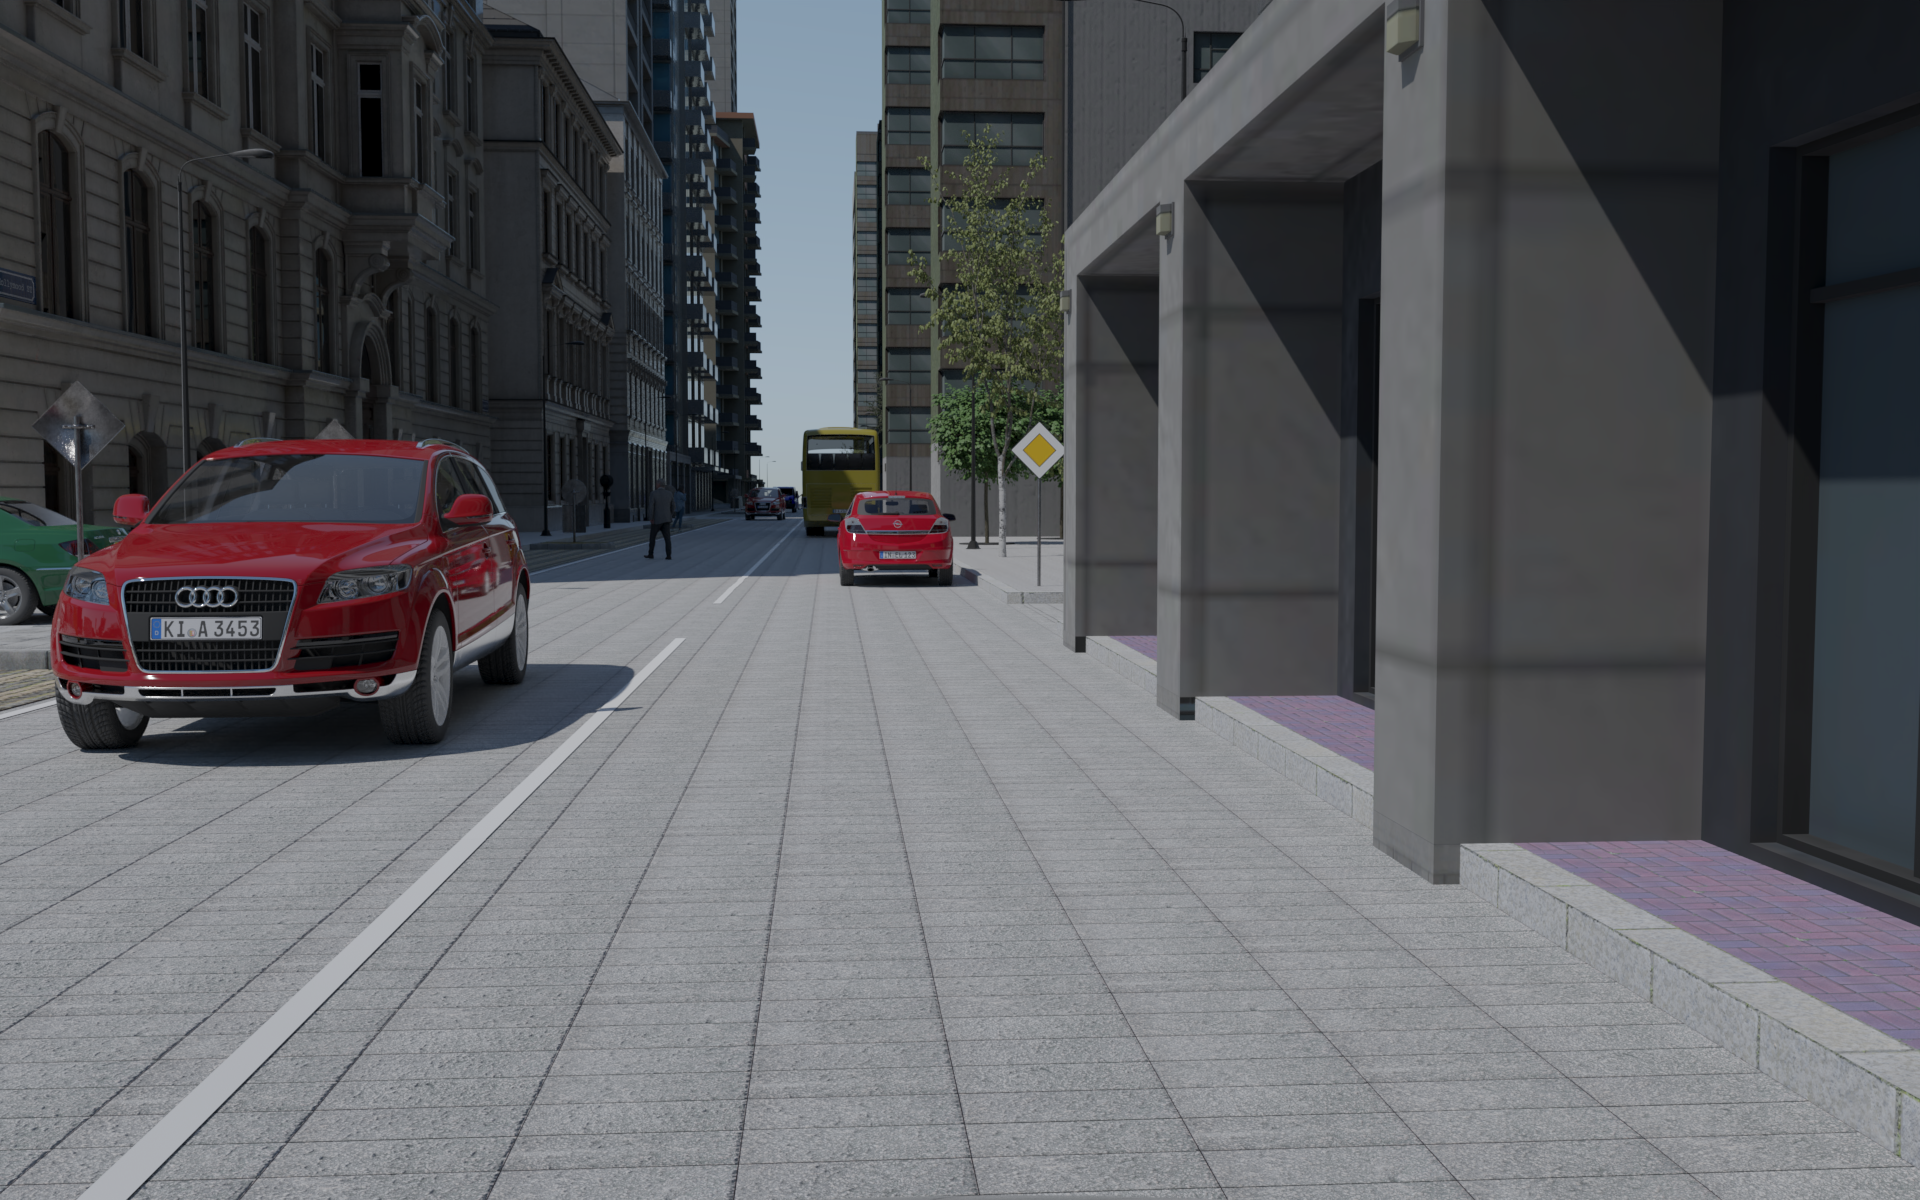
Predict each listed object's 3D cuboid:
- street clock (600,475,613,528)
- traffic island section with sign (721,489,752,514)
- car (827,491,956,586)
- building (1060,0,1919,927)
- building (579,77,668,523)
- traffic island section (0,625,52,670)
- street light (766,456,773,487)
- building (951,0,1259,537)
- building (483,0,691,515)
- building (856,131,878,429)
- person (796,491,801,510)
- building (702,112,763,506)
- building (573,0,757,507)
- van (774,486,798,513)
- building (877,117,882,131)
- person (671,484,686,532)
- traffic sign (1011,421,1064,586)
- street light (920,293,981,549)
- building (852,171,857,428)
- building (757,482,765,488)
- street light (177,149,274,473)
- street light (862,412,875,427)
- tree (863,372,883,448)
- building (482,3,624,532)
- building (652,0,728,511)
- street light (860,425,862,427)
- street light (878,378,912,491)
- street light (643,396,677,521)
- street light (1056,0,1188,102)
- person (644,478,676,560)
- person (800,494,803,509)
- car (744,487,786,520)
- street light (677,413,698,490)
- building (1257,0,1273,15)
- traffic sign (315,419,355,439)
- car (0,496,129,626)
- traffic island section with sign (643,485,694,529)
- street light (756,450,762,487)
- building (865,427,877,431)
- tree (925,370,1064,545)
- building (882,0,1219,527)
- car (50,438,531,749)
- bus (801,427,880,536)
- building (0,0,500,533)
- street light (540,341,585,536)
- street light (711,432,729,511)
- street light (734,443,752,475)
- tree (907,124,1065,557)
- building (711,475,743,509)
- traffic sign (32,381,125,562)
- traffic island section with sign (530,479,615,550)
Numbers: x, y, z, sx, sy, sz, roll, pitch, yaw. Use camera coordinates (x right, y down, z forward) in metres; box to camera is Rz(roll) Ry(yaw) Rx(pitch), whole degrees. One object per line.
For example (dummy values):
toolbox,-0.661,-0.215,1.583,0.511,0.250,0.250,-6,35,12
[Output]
street clock,-13.187,-3.675,64.653,0.471,2.002,0.358,2,4,26
traffic island section with sign,-15.957,-7.008,123.202,1.989,1.847,2.006,0,4,-4
car,-1.106,-1.192,28.531,2.155,1.783,4.494,0,4,-4
building,11.921,-34.648,4.746,20.563,71.187,20.611,0,4,-4
building,-20.058,-14.437,85.189,9.793,20.994,18.267,0,4,-4
traffic island section,-7.846,0.417,15.460,2.009,0.180,2.903,0,4,-4
street light,-24.114,-14.716,213.146,1.470,5.913,1.316,0,4,-4
building,5.897,-17.527,58.264,14.160,30.474,14.107,0,4,-4
building,-27.481,-40.857,106.271,20.563,71.187,20.611,0,4,-4
building,-4.898,-31.499,198.607,14.154,41.232,14.086,0,4,-4
person,-14.932,-9.135,158.525,0.621,1.740,0.551,1,4,12
building,-33.650,-33.017,194.460,22.147,44.769,28.867,0,4,-4
building,-36.266,-47.719,218.461,20.563,71.187,20.611,0,4,-4
van,-13.627,-7.926,133.972,2.240,2.365,5.245,0,4,-3
building,-0.774,-36.809,221.437,23.786,49.044,30.456,0,4,-4
person,-10.622,-3.460,65.329,0.793,1.790,0.793,1,4,13
traffic sign,1.098,-1.248,24.055,0.795,2.450,0.064,0,4,-4
street light,-0.230,-4.133,40.116,1.470,5.913,1.316,0,4,-4
building,-4.508,-38.157,247.562,21.300,48.544,21.600,0,4,-4
building,-43.825,-33.711,243.053,32.217,40.220,23.993,0,4,-4
street light,-9.936,-3.113,23.435,1.470,5.913,1.316,0,4,-4
street light,-4.702,-7.710,98.605,1.470,5.913,1.316,0,4,-4
tree,-2.988,-8.861,95.236,4.360,8.622,3.978,0,3,0
building,-19.300,-12.348,66.510,10.561,19.102,19.286,0,4,-4
building,-30.383,-31.380,132.664,23.786,49.044,30.456,0,4,-4
street light,-5.997,-8.813,116.631,1.470,5.913,1.316,0,4,-4
street light,-2.516,-5.921,69.357,1.470,5.913,1.316,0,4,-4
street light,-14.324,-6.694,81.987,1.470,5.913,1.316,0,4,-4
street light,1.520,-2.660,16.029,1.470,5.913,1.316,0,4,-4
person,-6.603,-1.780,37.999,0.661,1.777,0.834,-3,5,-44
person,-14.908,-9.468,164.121,1.217,1.723,0.721,1,4,16
car,-10.745,-5.330,95.817,2.281,1.827,5.304,0,4,-3
street light,-15.738,-7.762,99.447,1.470,5.913,1.316,0,4,-4
building,20.962,-25.312,33.468,30.456,49.044,23.786,0,4,-4
traffic sign,-8.421,-1.206,23.363,0.795,2.450,0.064,0,4,-4
car,-11.876,-0.471,19.506,4.920,1.459,2.131,0,4,-6
traffic island section with sign,-12.118,-3.885,72.142,1.989,1.847,2.006,0,4,-4
street light,-21.796,-12.892,183.319,1.470,5.913,1.316,0,4,-4
building,2.601,-51.735,158.531,22.319,86.520,31.000,0,4,-4
tree,0.757,-3.698,44.176,4.285,4.588,4.351,0,3,0
building,3.337,-18.891,80.572,14.160,30.474,14.107,0,4,-4
car,-4.154,-0.173,11.499,2.281,1.827,5.304,0,4,-6
bus,-4.351,-4.333,62.393,2.896,3.916,12.252,0,4,-5
building,-19.210,-13.446,38.934,14.460,24.649,34.723,0,4,-4
street light,-12.101,-4.905,52.742,1.470,5.913,1.316,0,4,-4
street light,-17.850,-9.551,128.701,1.470,5.913,1.316,0,4,-4
street light,-20.092,-11.385,158.685,1.470,5.913,1.316,0,4,-4
tree,0.899,-5.159,34.708,4.737,8.622,4.395,0,3,0
building,-36.782,-28.624,159.885,32.217,40.220,23.993,0,4,-4
traffic sign,-7.823,-0.719,15.400,0.795,2.450,0.064,0,4,-4
traffic island section with sign,-10.087,-2.241,45.263,1.989,1.847,2.006,0,4,-4
